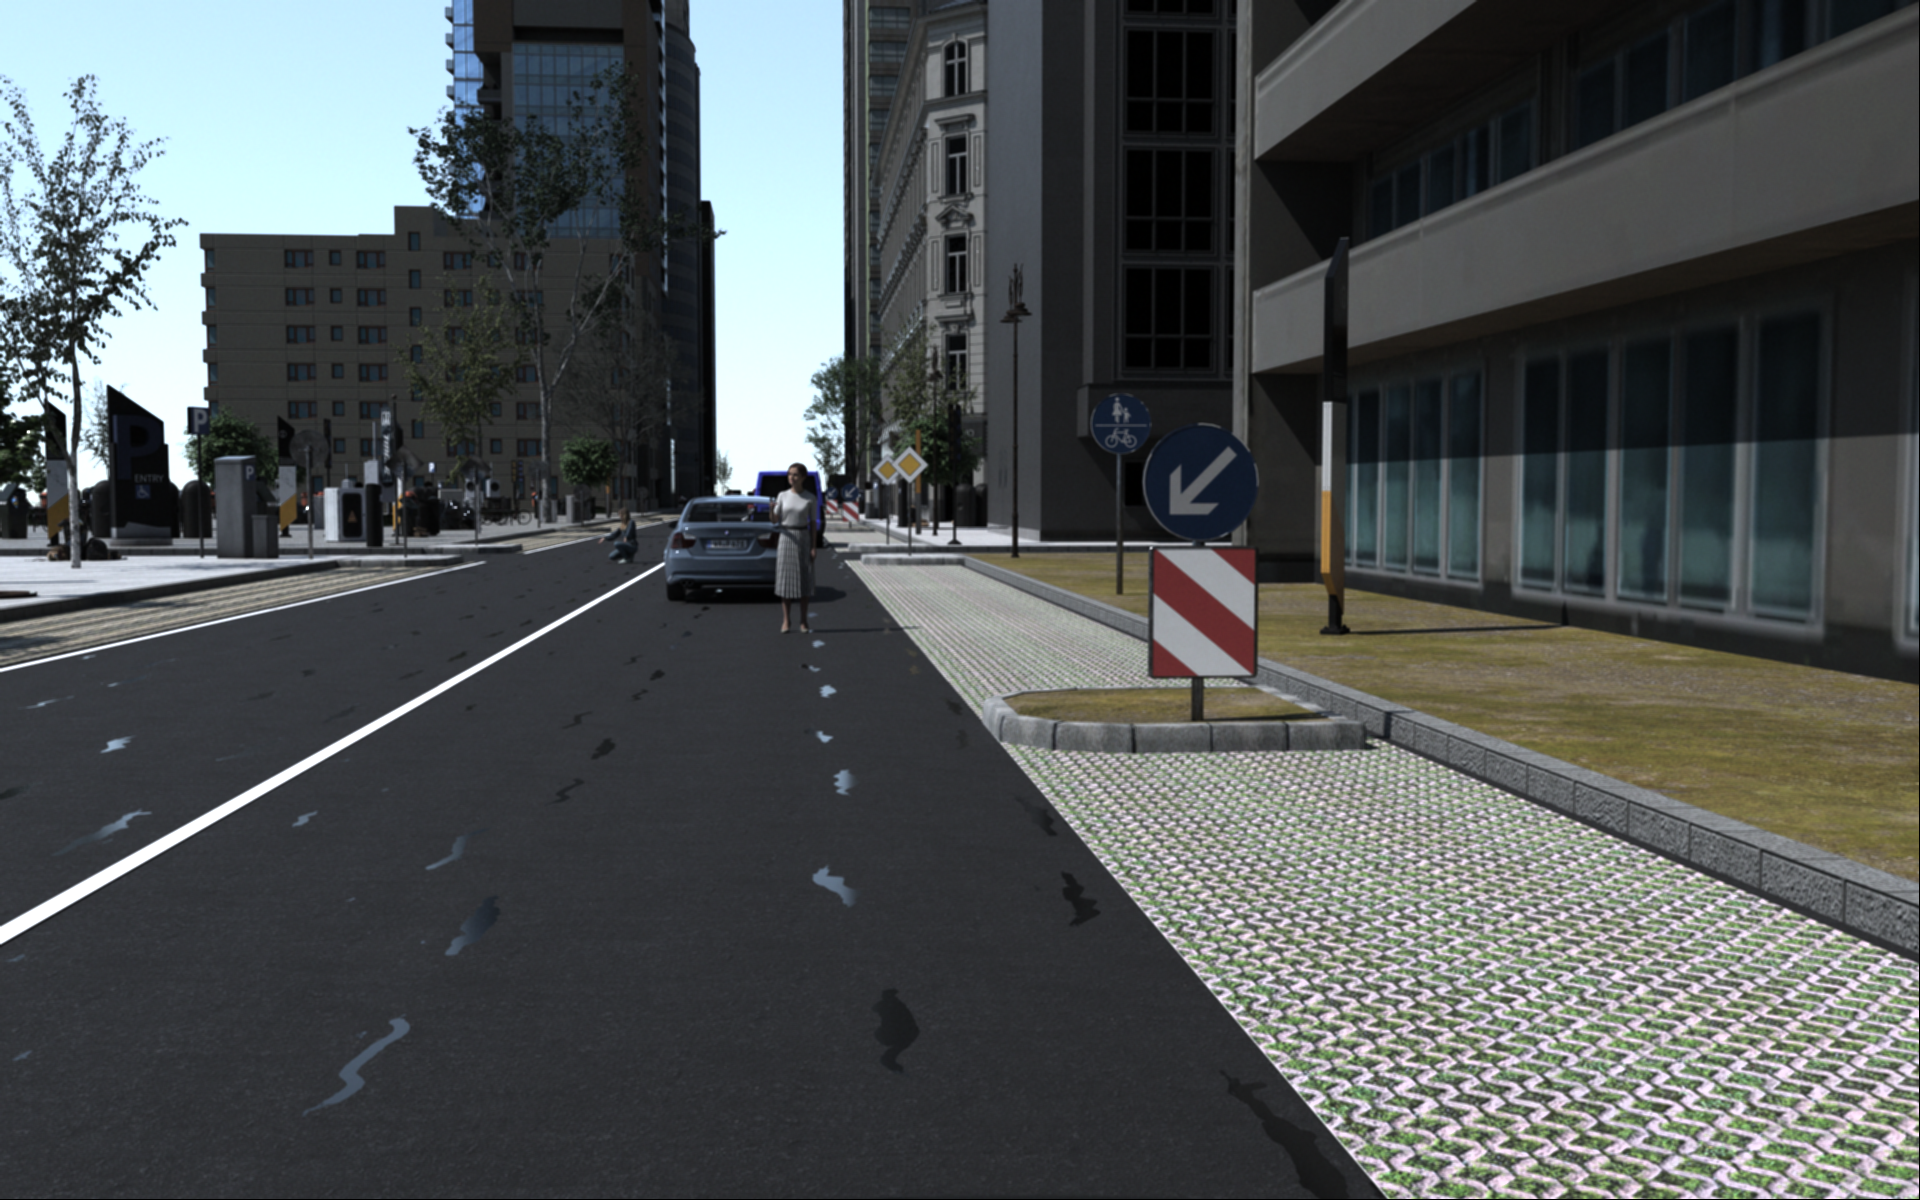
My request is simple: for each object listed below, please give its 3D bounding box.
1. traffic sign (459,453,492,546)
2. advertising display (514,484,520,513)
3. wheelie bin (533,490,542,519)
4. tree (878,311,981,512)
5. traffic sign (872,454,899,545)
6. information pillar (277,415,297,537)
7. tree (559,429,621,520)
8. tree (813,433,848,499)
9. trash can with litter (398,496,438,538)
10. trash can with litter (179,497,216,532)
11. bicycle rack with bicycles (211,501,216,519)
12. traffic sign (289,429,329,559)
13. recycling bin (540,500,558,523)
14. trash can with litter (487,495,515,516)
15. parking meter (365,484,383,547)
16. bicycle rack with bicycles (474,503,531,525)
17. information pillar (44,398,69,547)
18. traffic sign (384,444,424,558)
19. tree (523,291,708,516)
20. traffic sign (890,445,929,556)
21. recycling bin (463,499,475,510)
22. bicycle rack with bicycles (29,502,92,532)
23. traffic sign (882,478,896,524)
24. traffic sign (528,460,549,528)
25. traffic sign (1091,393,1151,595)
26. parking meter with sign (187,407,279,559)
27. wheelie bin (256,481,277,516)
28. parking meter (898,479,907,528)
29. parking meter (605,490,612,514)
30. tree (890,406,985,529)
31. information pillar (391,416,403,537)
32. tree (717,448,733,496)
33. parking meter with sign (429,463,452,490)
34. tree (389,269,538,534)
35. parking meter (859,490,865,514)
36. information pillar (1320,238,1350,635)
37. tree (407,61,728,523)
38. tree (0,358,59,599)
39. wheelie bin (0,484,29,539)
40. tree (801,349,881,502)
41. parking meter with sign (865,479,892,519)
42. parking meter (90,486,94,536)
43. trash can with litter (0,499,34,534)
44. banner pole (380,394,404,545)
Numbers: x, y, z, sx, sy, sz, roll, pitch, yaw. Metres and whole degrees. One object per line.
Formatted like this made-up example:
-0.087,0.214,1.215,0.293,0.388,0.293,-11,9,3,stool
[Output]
-11.978,-2.398,42.857,0.795,2.450,0.064,0,4,-6,traffic sign
-28.255,-6.434,110.410,0.123,1.923,0.974,0,4,0,advertising display
-21.975,-5.059,90.629,0.693,1.594,0.980,-1,4,-14,wheelie bin
-1.524,-7.289,69.531,4.737,8.622,4.395,0,3,0,tree
-1.832,-2.458,43.838,0.795,2.450,0.064,0,4,-6,traffic sign
-19.990,-3.675,51.440,0.504,3.616,0.183,-1,4,-12,information pillar
-18.630,-6.316,86.984,4.285,4.588,4.351,0,3,0,tree
-15.371,-15.511,203.973,4.737,8.622,4.395,0,3,0,tree
-16.185,-2.453,51.488,1.055,1.170,0.624,2,4,29,trash can with litter
-26.149,-2.886,58.245,2.233,1.210,1.678,1,4,17,trash can with litter
-38.614,-4.612,88.783,2.852,0.926,2.925,2,4,32,bicycle rack with bicycles
-12.810,-2.079,34.105,0.768,2.556,0.104,0,4,-3,traffic sign
-18.324,-3.943,77.024,0.722,1.027,0.722,0,4,-3,recycling bin
-25.360,-5.158,95.390,2.233,1.210,1.678,0,4,-1,trash can with litter
-14.169,-2.047,41.884,0.372,1.533,0.369,0,3,0,parking meter
-19.445,-3.569,71.739,2.925,0.926,2.852,0,4,-3,bicycle rack with bicycles
-22.036,-3.112,42.230,0.504,3.616,0.183,-2,4,-26,information pillar
-11.191,-1.912,34.910,0.795,2.450,0.064,0,4,-6,traffic sign
-20.126,-11.742,102.348,12.009,13.543,11.850,0,3,0,tree
-1.044,-1.972,35.892,0.795,2.450,0.064,0,4,-6,traffic sign
-26.256,-4.895,92.580,0.722,1.027,0.722,0,4,3,recycling bin
-30.472,-2.830,59.647,2.852,0.926,2.925,-1,4,-11,bicycle rack with bicycles
-3.003,-4.358,73.387,0.606,2.300,0.079,0,4,-1,traffic sign
-15.911,-3.992,65.379,0.768,2.556,0.104,0,4,1,traffic sign
2.038,-1.341,22.031,0.768,2.556,0.104,0,4,-1,traffic sign
-14.454,-2.342,34.549,1.738,3.016,0.543,1,4,15,parking meter with sign
-17.496,-2.158,43.190,0.693,1.594,0.980,0,4,2,wheelie bin
-2.198,-3.718,66.493,0.255,1.863,0.399,-2,4,-25,parking meter
-22.209,-6.178,109.415,0.372,1.533,0.369,0,3,0,parking meter
-0.892,-4.871,63.352,4.285,4.588,4.351,0,3,0,tree
-16.949,-3.722,52.204,0.504,3.616,0.183,3,4,38,information pillar
-37.655,-19.803,274.140,4.737,8.622,4.395,0,3,0,tree
-28.649,-6.127,96.442,0.543,3.016,1.738,3,4,38,parking meter with sign
-15.898,-6.464,56.047,4.737,8.622,4.395,0,3,0,tree
-6.318,-6.303,111.457,0.372,1.533,0.369,0,3,0,parking meter
3.411,-1.492,15.751,0.183,3.616,0.504,2,4,28,information pillar
-16.818,-13.404,75.045,12.611,20.169,13.585,0,3,0,tree
-11.923,-1.638,21.380,1.663,3.219,1.824,0,3,0,tree
-27.209,-2.561,49.787,0.980,1.594,0.693,2,4,35,wheelie bin
-7.498,-12.086,123.361,9.928,11.665,9.643,0,3,0,tree
-4.118,-5.676,89.057,0.543,3.016,1.738,3,5,45,parking meter with sign
-26.577,-2.750,53.379,0.372,1.533,0.369,0,3,0,parking meter
-29.891,-2.653,54.766,0.624,1.170,1.055,1,4,12,trash can with litter
-14.374,-3.284,43.719,0.863,3.779,0.401,3,5,40,banner pole
